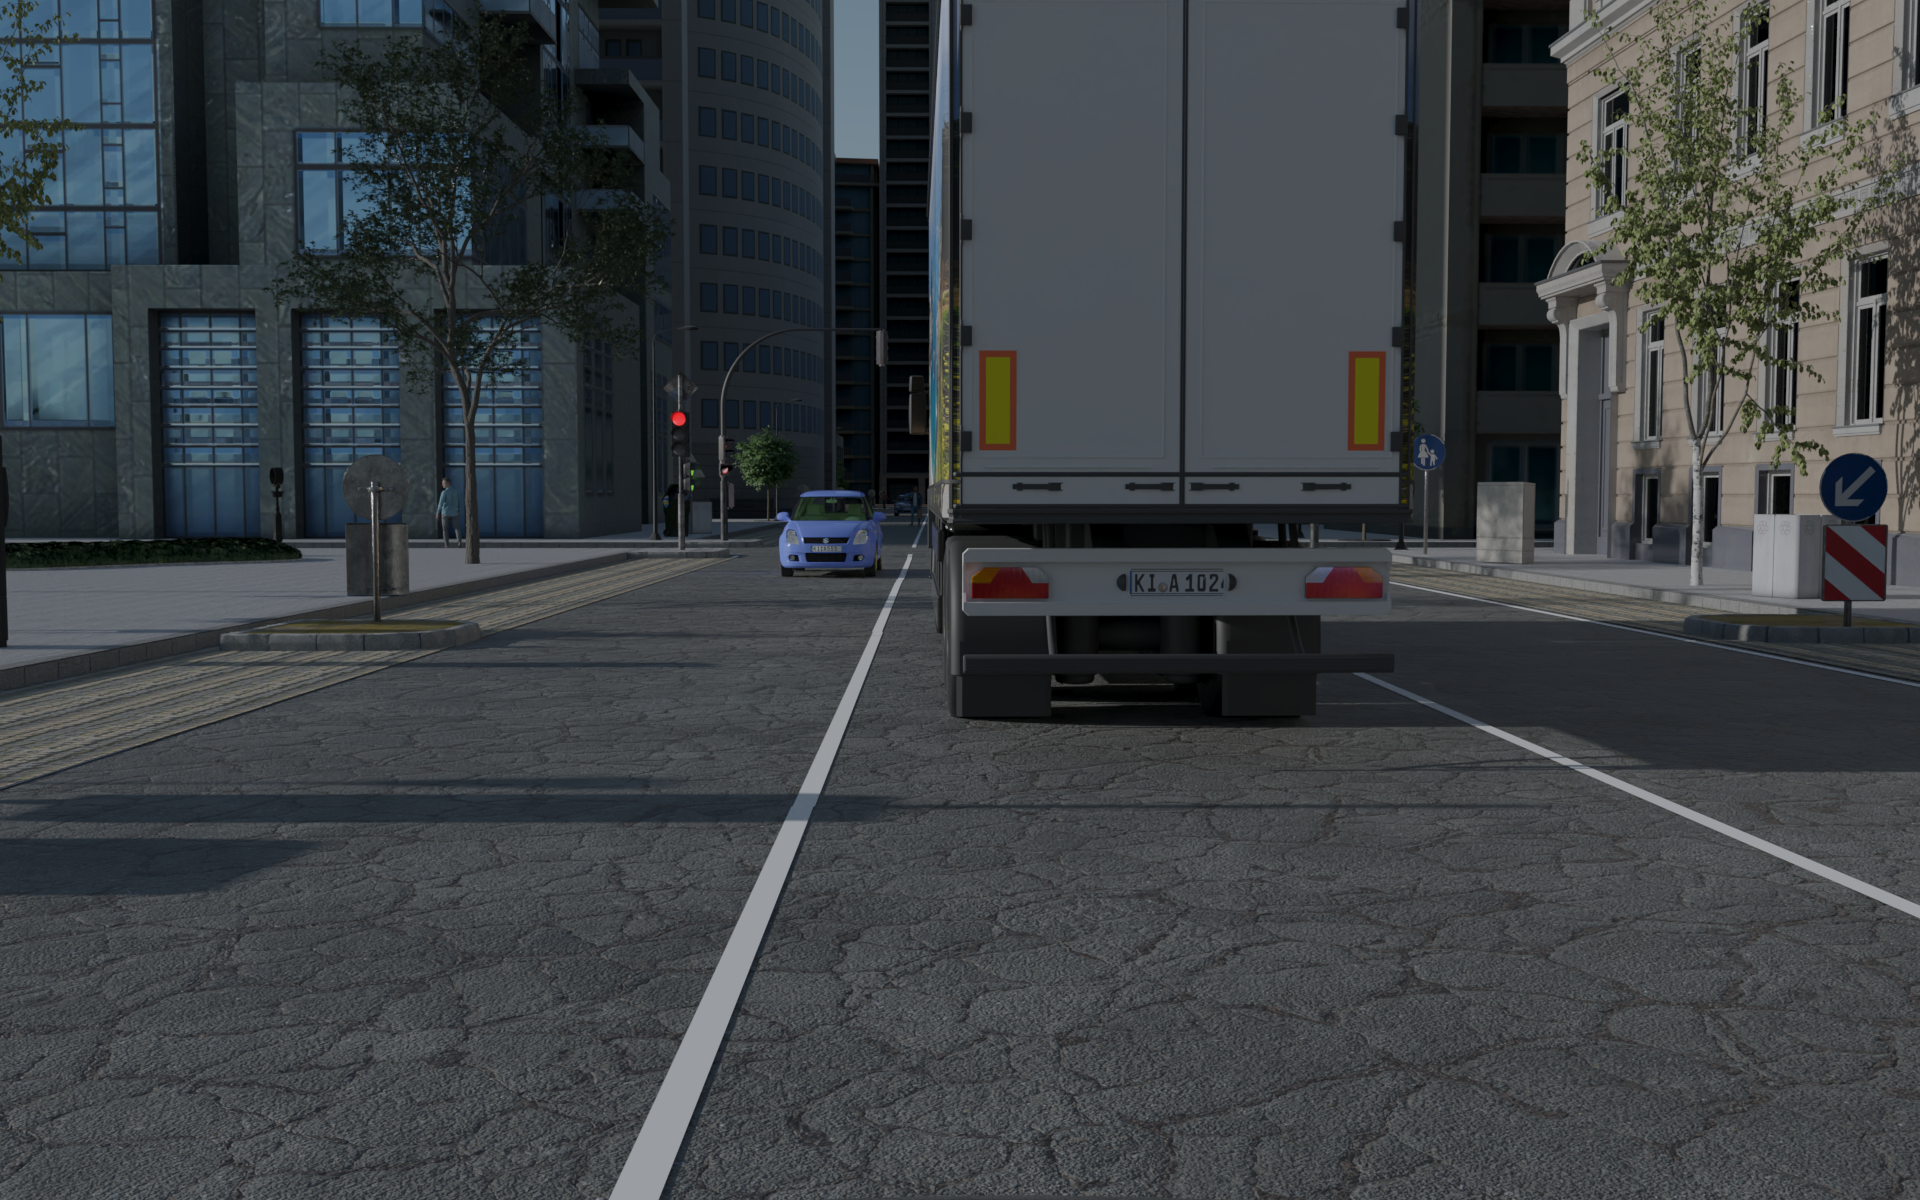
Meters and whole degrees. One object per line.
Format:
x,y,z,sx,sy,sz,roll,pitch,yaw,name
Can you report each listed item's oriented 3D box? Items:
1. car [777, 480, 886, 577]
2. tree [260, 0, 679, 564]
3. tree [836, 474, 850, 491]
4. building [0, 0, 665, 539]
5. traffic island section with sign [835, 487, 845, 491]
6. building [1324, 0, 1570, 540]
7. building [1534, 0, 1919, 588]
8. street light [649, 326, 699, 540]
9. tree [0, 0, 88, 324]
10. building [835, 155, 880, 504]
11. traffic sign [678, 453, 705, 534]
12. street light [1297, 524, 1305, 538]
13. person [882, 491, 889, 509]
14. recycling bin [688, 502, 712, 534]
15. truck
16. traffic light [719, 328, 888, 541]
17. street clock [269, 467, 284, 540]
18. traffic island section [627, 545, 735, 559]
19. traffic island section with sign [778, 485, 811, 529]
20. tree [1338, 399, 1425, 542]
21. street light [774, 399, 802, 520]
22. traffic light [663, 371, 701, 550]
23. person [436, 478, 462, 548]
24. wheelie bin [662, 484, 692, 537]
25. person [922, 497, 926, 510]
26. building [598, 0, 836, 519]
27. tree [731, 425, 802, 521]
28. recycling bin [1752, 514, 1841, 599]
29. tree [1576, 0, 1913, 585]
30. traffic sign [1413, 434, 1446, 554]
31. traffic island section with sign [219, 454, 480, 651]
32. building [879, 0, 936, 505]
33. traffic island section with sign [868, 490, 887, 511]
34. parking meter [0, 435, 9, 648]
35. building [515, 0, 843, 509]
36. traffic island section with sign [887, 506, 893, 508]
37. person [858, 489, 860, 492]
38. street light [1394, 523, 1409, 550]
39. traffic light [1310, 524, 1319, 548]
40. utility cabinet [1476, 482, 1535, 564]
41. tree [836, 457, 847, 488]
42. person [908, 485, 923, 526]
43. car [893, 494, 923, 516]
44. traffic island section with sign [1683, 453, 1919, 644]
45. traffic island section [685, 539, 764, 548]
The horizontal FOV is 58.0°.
-2.285,-1.320,31.166,1.945,1.707,3.694,0,4,0,car
-8.841,-5.962,31.897,8.767,10.594,7.601,1,4,19,tree
-9.834,-9.135,143.956,1.663,3.219,1.824,0,3,0,tree
-22.200,-45.826,61.932,22.319,86.520,31.000,0,4,-1,building
-6.872,-5.593,100.079,1.989,1.847,2.006,0,4,-1,traffic island section with sign
23.902,-26.554,57.862,21.600,48.544,21.300,0,4,-1,building
19.328,-14.768,27.362,13.634,28.700,20.117,0,4,-1,building
-7.918,-4.614,47.978,1.470,5.913,1.316,0,4,-1,street light
-13.525,-4.411,22.483,4.737,8.622,4.395,0,3,0,tree
-24.329,-34.494,218.602,28.867,44.769,22.147,0,4,-1,building
-8.540,-3.368,55.069,0.884,2.594,0.081,0,4,4,traffic sign
9.395,-4.769,50.518,1.470,5.913,1.316,0,4,-1,street light
-7.228,-9.668,167.290,0.721,1.743,1.217,2,4,31,person
-8.436,-2.657,55.989,0.722,1.027,0.722,-1,4,-20,recycling bin
0.983,-1.559,14.395,2.839,4.237,11.283,0,4,-2,truck
-4.361,-4.458,47.550,4.771,5.953,1.251,0,4,-1,traffic light
-18.473,-2.587,46.860,0.358,2.002,0.471,-3,5,-41,street clock
-6.383,-1.062,39.637,2.009,0.180,2.903,0,4,-1,traffic island section
-6.499,-3.890,72.227,1.989,1.847,2.006,0,4,-1,traffic island section with sign
11.011,-3.892,47.344,4.285,4.588,4.351,0,3,0,tree
-8.387,-6.854,84.603,1.470,5.913,1.316,0,4,-1,street light
-6.343,-3.094,39.503,0.839,4.253,0.868,0,4,-1,traffic light
-12.793,-2.146,43.442,0.638,1.841,0.748,-2,4,-35,person
-8.469,-2.696,51.983,0.693,1.594,0.980,2,4,29,wheelie bin
-3.647,-9.089,160.367,1.065,1.426,0.557,0,4,-5,person
-18.619,-34.151,100.374,21.231,58.520,28.212,0,4,-1,building
-9.157,-6.006,81.906,4.285,4.588,4.351,0,3,0,tree
10.391,-0.549,21.526,0.722,1.027,0.722,-1,4,-21,recycling bin
10.384,-4.499,23.914,4.737,8.622,4.395,0,3,0,tree
9.939,-2.251,36.913,0.768,2.556,0.104,0,4,0,traffic sign
-5.740,-0.490,16.641,1.989,1.847,2.006,0,4,-1,traffic island section with sign
0.445,-47.673,217.706,20.611,71.187,20.563,0,4,-1,building
-7.537,-8.608,149.376,1.989,1.847,2.006,0,4,-1,traffic island section with sign
-8.166,-0.534,14.440,0.399,1.863,0.255,-3,5,-40,parking meter
-28.670,-53.305,184.209,31.000,86.520,22.319,0,4,-1,building
-7.921,-10.341,177.697,1.989,1.847,2.006,0,4,-1,traffic island section with sign
-10.679,-10.822,183.069,1.348,1.812,0.705,1,4,23,person
9.622,-4.109,39.721,1.470,5.913,1.316,0,4,-1,street light
6.026,-3.968,39.544,4.771,5.953,1.251,0,4,-1,traffic light
10.088,-1.427,32.009,0.318,1.500,1.173,-2,4,-26,utility cabinet
-9.951,-8.794,127.500,4.285,4.588,4.351,0,3,0,tree
-1.914,-4.138,76.136,0.794,1.824,0.713,2,4,24,person
-3.438,-6.270,114.518,2.014,1.417,4.499,0,4,0,car
8.470,-0.538,17.417,1.989,1.847,2.006,0,4,-1,traffic island section with sign
-6.491,-1.550,47.621,2.009,0.180,2.903,0,4,-1,traffic island section
